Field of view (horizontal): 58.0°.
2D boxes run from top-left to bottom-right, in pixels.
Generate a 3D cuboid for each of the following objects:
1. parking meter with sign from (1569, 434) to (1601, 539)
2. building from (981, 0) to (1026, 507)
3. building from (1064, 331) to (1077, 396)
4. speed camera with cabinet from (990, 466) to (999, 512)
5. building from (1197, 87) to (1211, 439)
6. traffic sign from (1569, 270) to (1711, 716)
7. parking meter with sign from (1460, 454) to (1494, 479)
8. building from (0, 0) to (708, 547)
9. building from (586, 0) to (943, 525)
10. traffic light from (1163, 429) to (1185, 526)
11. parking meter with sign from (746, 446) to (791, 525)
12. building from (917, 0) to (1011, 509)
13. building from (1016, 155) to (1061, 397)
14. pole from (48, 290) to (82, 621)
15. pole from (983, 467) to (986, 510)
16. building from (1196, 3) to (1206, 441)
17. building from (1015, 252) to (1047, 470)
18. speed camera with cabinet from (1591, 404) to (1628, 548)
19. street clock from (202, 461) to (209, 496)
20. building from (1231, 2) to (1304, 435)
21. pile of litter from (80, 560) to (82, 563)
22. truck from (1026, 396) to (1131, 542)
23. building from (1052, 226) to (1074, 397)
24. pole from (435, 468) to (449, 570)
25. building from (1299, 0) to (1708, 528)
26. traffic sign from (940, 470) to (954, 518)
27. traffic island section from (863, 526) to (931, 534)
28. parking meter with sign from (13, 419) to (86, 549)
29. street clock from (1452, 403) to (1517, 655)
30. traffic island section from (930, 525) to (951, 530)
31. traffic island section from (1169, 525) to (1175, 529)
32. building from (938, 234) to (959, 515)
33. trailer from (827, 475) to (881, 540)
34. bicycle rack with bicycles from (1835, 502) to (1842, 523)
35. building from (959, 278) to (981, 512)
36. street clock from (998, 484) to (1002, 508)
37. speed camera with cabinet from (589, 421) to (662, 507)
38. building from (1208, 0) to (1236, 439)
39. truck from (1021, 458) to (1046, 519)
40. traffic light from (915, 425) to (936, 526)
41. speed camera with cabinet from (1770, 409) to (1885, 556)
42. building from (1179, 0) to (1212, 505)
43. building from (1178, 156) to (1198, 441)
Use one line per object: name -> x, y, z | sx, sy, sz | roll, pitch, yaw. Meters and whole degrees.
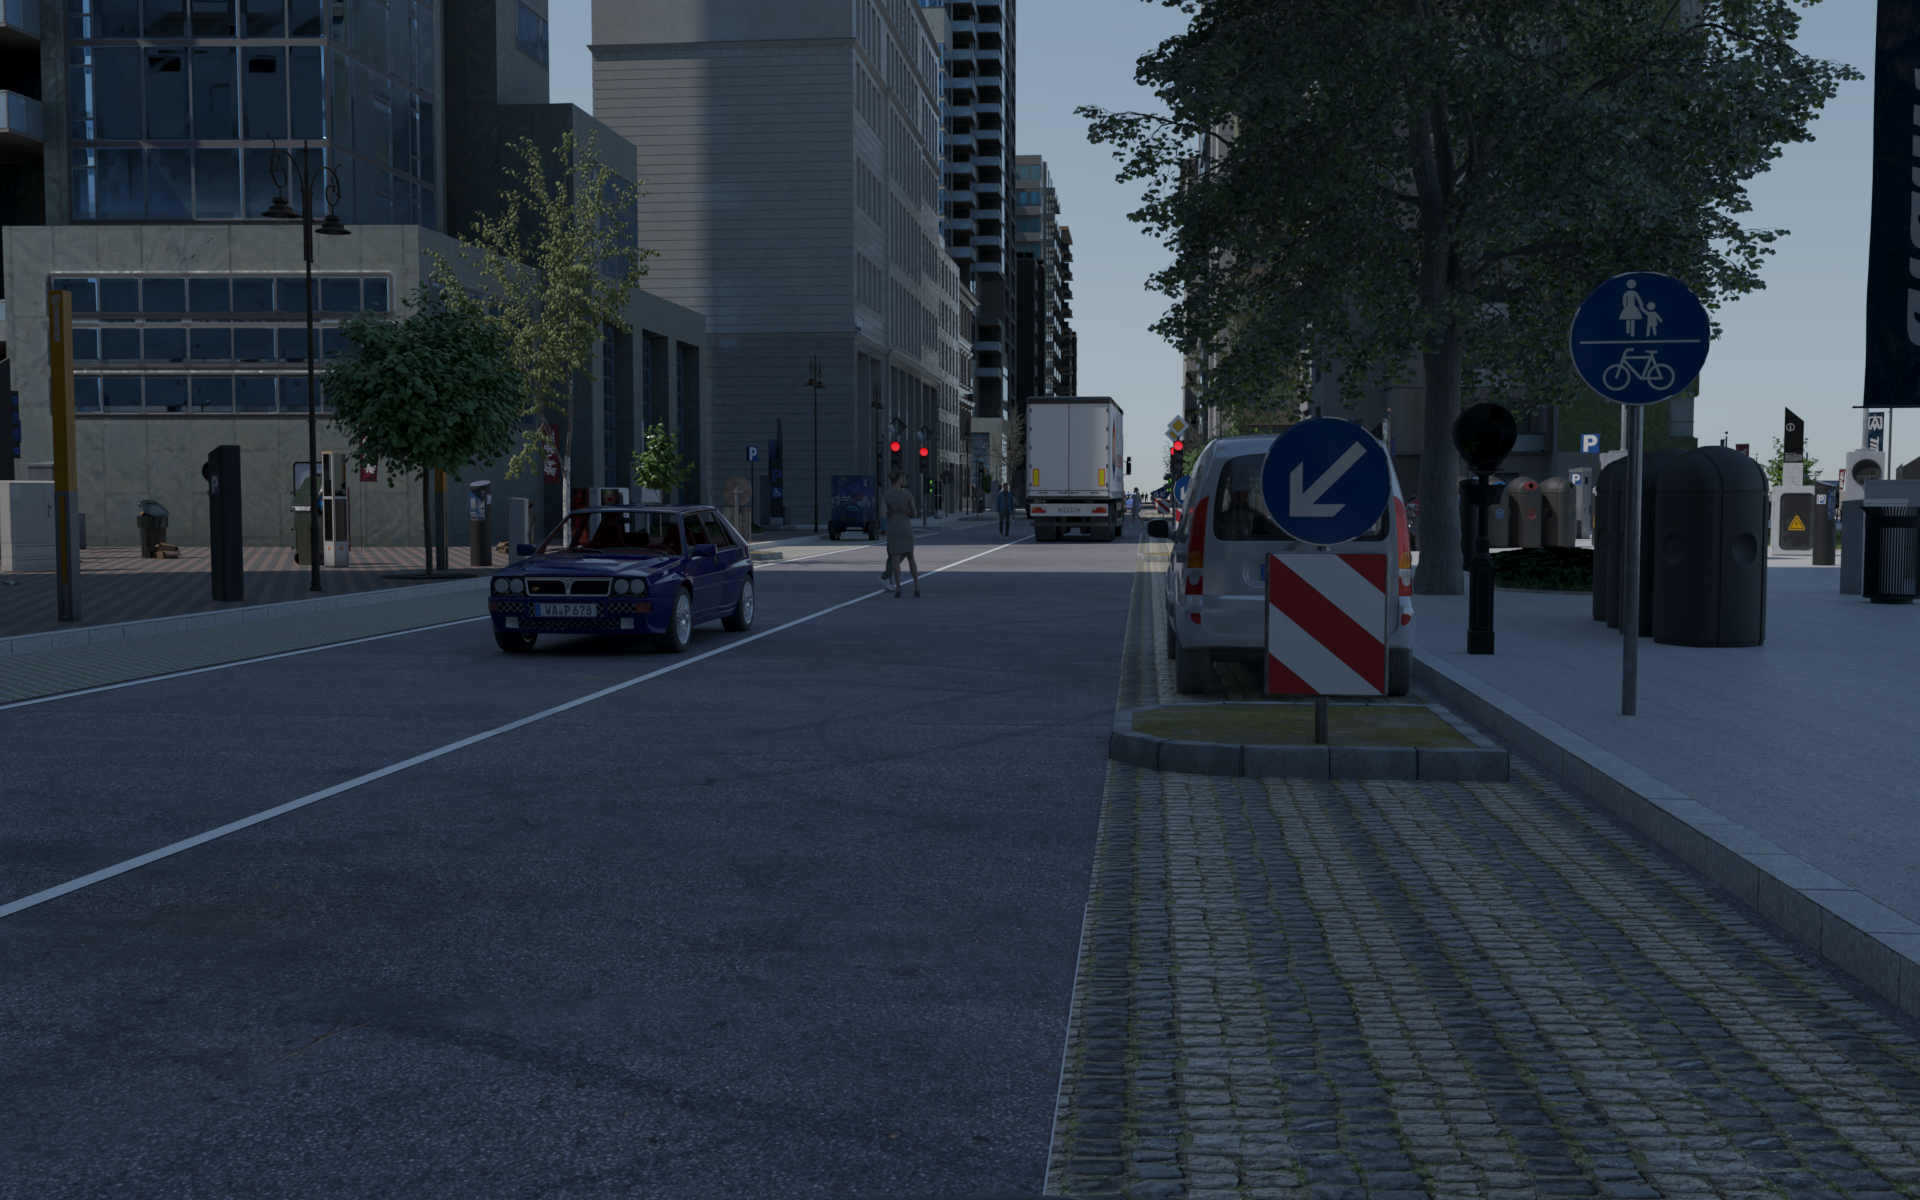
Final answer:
parking meter with sign -> 17.753, -3.266, 49.661 | 0.543, 3.016, 1.738 | 3, 5, 40
building -> -2.319, -45.757, 186.382 | 20.563, 71.187, 20.611 | 0, 4, 6
building -> 12.750, -32.104, 296.593 | 14.160, 30.474, 14.107 | 0, 4, 6
speed camera with cabinet -> 2.445, -7.922, 123.867 | 0.660, 3.252, 2.038 | 0, 4, 2
building -> 34.908, -33.692, 170.475 | 23.786, 49.044, 30.456 | 0, 4, 6
traffic sign -> 3.886, -0.604, 9.984 | 0.768, 2.556, 0.104 | 1, 4, 11
parking meter with sign -> 17.210, -3.714, 56.984 | 1.738, 3.016, 0.543 | -3, 4, -37
building -> -25.774, -45.152, 50.908 | 31.000, 86.520, 22.319 | 0, 4, 6
building -> -8.133, -18.861, 85.865 | 11.434, 29.767, 29.804 | 0, 4, 6
traffic light -> 8.545, -4.911, 69.208 | 0.839, 4.253, 0.868 | 0, 4, 6
parking meter with sign -> -6.886, -4.065, 62.719 | 1.738, 3.016, 0.543 | 2, 4, 34
building -> -5.946, -51.849, 160.397 | 22.319, 86.520, 31.000 | 0, 4, 6
building -> 2.749, -38.292, 245.689 | 23.786, 49.044, 30.456 | 0, 4, 6
pole -> -9.022, -1.444, 17.457 | 0.158, 3.312, 0.155 | 0, 3, 0
pole -> 1.854, -8.488, 132.619 | 0.158, 3.312, 0.155 | 0, 3, 0
building -> 41.050, -48.924, 238.164 | 20.563, 71.187, 20.611 | 0, 4, 6
building -> 2.854, -26.507, 205.091 | 14.160, 30.474, 14.107 | 0, 4, 6
speed camera with cabinet -> 14.202, -2.660, 37.819 | 0.660, 3.252, 2.038 | 1, 4, 16
street clock -> -15.990, -1.996, 37.203 | 0.471, 2.002, 0.358 | 0, 4, 1
building -> 22.707, -20.063, 99.732 | 14.160, 30.474, 14.107 | 0, 4, 6
pile of litter -> -16.946, -1.113, 32.164 | 1.176, 0.858, 1.719 | -1, 4, -21
truck -> 3.875, -4.059, 55.277 | 2.839, 4.237, 11.283 | 0, 4, 8
building -> 6.585, -37.955, 275.184 | 22.147, 44.769, 28.867 | 0, 4, 6
pole -> -8.773, -2.166, 29.254 | 0.158, 3.312, 0.155 | 0, 3, 0
building -> 21.974, -23.781, 72.421 | 14.086, 41.232, 14.154 | 0, 4, 6
traffic sign -> -0.714, -5.678, 92.939 | 0.768, 2.556, 0.104 | 1, 4, 15
traffic island section -> -2.304, -2.457, 62.460 | 2.009, 0.180, 2.903 | 0, 4, 6
parking meter with sign -> -21.185, -2.685, 40.158 | 1.738, 3.016, 0.543 | 0, 4, 7
street clock -> 4.183, -0.568, 13.857 | 0.471, 2.002, 0.358 | 0, 4, 8
traffic island section -> -1.449, -2.943, 70.399 | 2.009, 0.180, 2.903 | 0, 4, 6
traffic island section -> 8.584, -2.877, 69.318 | 2.009, 0.180, 2.903 | 0, 4, 6
building -> -6.112, -15.572, 109.359 | 10.420, 20.320, 16.860 | 0, 4, 6
trailer -> -3.324, -2.796, 52.756 | 1.471, 1.999, 3.904 | 0, 4, 5
bicycle rack with bicycles -> 37.846, -3.769, 75.000 | 2.852, 0.926, 2.925 | 2, 4, 29
building -> -4.645, -16.072, 127.410 | 10.561, 19.102, 19.286 | 0, 4, 6
street clock -> 3.005, -8.316, 140.535 | 0.358, 2.002, 0.471 | -3, 4, -36
speed camera with cabinet -> -8.940, -3.172, 46.193 | 2.038, 3.252, 0.660 | -3, 5, -45
building -> 29.068, -35.808, 127.467 | 21.231, 58.520, 28.212 | 0, 4, 6
truck -> 5.329, -6.948, 102.508 | 2.839, 4.237, 11.283 | 0, 4, 6
traffic light -> -1.410, -4.975, 70.261 | 0.839, 4.253, 0.868 | 0, 4, 6
speed camera with cabinet -> 17.908, -2.533, 35.755 | 2.038, 3.252, 0.660 | 1, 4, 22
building -> 36.907, -54.269, 199.964 | 22.319, 86.520, 31.000 | 0, 4, 6
building -> 47.588, -41.174, 262.431 | 28.713, 52.752, 27.495 | 0, 4, 6
